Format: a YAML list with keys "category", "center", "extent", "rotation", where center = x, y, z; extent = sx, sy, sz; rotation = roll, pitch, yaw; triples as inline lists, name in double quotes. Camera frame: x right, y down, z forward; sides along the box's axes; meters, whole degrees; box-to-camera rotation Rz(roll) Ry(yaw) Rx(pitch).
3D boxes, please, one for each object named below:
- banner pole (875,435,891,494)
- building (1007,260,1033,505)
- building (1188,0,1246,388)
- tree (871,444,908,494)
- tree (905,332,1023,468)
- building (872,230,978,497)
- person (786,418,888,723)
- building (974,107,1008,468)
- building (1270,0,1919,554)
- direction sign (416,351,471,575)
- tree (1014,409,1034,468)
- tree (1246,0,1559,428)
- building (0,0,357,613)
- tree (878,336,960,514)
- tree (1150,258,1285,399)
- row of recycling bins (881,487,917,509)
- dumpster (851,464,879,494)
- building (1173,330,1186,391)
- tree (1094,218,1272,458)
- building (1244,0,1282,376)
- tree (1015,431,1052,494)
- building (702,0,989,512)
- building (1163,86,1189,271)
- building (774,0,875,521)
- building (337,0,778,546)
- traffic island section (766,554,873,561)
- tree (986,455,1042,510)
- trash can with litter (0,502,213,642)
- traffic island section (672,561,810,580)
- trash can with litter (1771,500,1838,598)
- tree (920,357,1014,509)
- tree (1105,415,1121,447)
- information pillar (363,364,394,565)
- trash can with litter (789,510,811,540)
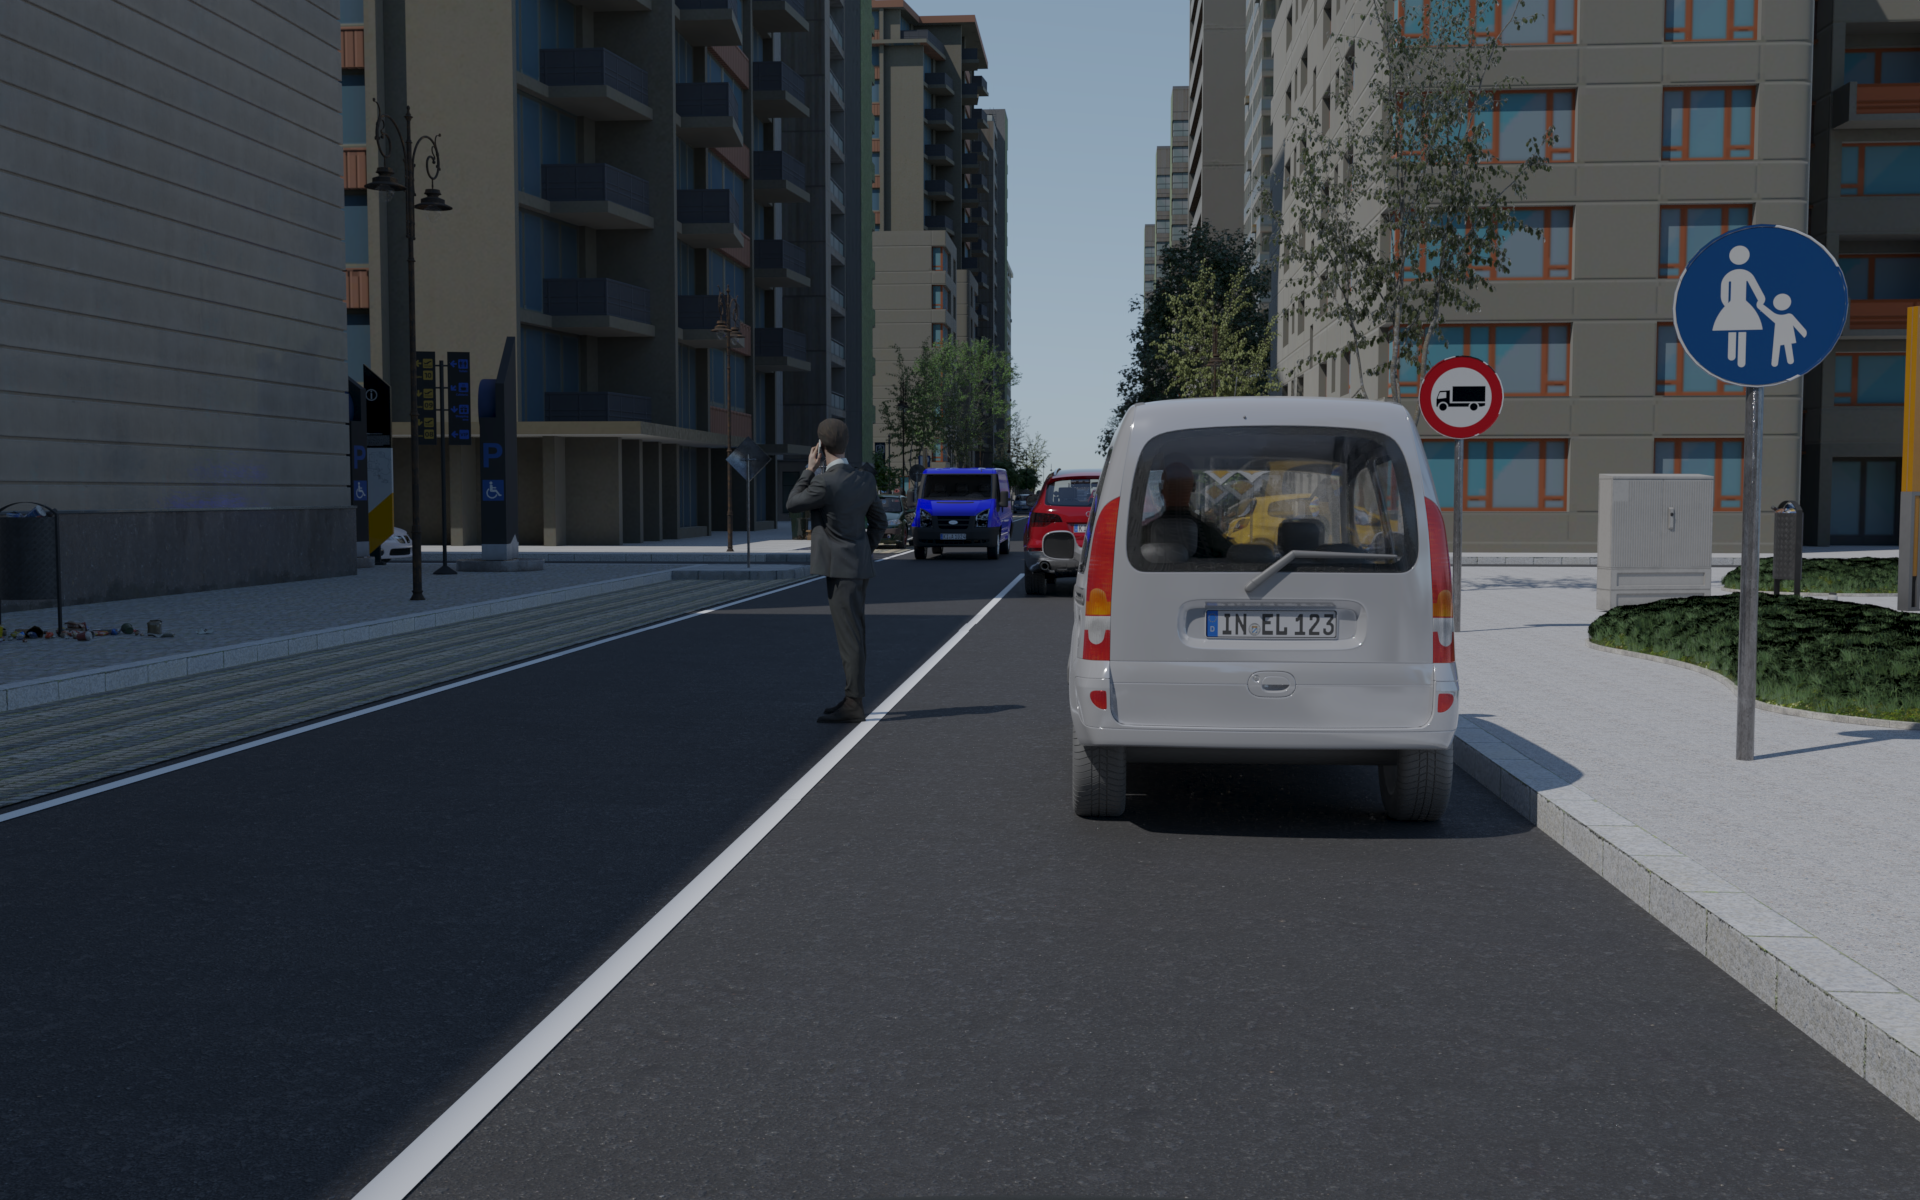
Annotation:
- category: "banner pole"
  center: [-3.219, -5.095, 73.325]
  extent: [0.863, 3.779, 0.401]
  rotation: [0, 4, 5]
- category: "building"
  center: [-4.915, -34.825, 261.272]
  extent: [32.217, 40.220, 23.993]
  rotation: [0, 4, 5]
- category: "building"
  center: [28.169, -30.889, 128.743]
  extent: [21.300, 48.544, 21.600]
  rotation: [0, 4, 5]
- category: "tree"
  center: [-3.072, -4.373, 66.096]
  extent: [1.663, 3.219, 1.824]
  rotation: [0, 3, 0]
- category: "tree"
  center: [0.088, -11.286, 110.287]
  extent: [9.928, 11.665, 9.643]
  rotation: [0, 3, 0]
- category: "building"
  center: [-13.509, -17.386, 129.294]
  extent: [27.650, 21.520, 28.899]
  rotation: [0, 4, 5]
- category: "person"
  center: [-0.784, -0.187, 10.922]
  extent: [0.474, 1.900, 0.648]
  rotation: [2, 4, 24]
- category: "building"
  center: [-2.459, -30.313, 179.212]
  extent: [14.154, 41.232, 14.086]
  rotation: [0, 4, 5]
- category: "building"
  center: [24.839, -12.532, 49.946]
  extent: [28.899, 21.520, 27.650]
  rotation: [0, 4, 5]
- category: "direction sign"
  center: [-8.236, -2.177, 27.597]
  extent: [0.876, 3.537, 0.379]
  rotation: [-1, 4, -11]
- category: "tree"
  center: [4.472, -12.276, 151.067]
  extent: [4.360, 8.622, 3.978]
  rotation: [0, 3, 0]
- category: "tree"
  center: [5.737, -4.404, 22.370]
  extent: [4.360, 8.622, 3.978]
  rotation: [0, 3, 0]
- category: "building"
  center: [-22.107, -13.748, 22.043]
  extent: [25.104, 27.353, 12.463]
  rotation: [0, 4, 5]
- category: "tree"
  center: [-2.092, -8.009, 81.306]
  extent: [4.737, 8.622, 4.395]
  rotation: [0, 3, 0]
- category: "tree"
  center: [8.132, -6.410, 55.164]
  extent: [4.737, 8.622, 4.395]
  rotation: [0, 3, 0]
- category: "row of recycling bins"
  center: [-4.210, -6.120, 107.167]
  extent: [3.534, 1.692, 1.069]
  rotation: [1, 4, 15]
- category: "dumpster"
  center: [-3.524, -3.313, 56.655]
  extent: [1.502, 2.255, 1.985]
  rotation: [0, 4, 5]
- category: "building"
  center: [32.702, -18.973, 155.255]
  extent: [27.650, 21.520, 28.899]
  rotation: [0, 4, 5]
- category: "tree"
  center: [10.393, -9.484, 72.077]
  extent: [9.611, 12.733, 9.660]
  rotation: [0, 3, 0]
- category: "building"
  center: [28.460, -24.643, 94.787]
  extent: [32.217, 40.220, 23.993]
  rotation: [0, 4, 5]
- category: "tree"
  center: [8.492, -15.367, 201.615]
  extent: [4.737, 8.622, 4.395]
  rotation: [0, 3, 0]
- category: "building"
  center: [-8.921, -30.789, 158.030]
  extent: [22.147, 44.769, 28.867]
  rotation: [0, 4, 5]
- category: "building"
  center: [28.330, -30.150, 176.548]
  extent: [14.154, 41.232, 14.086]
  rotation: [0, 4, 5]
- category: "building"
  center: [-12.046, -24.537, 84.769]
  extent: [14.154, 41.232, 14.086]
  rotation: [0, 4, 5]
- category: "building"
  center: [-17.015, -24.492, 55.072]
  extent: [22.147, 44.769, 28.867]
  rotation: [0, 4, 5]
- category: "traffic island section"
  center: [-3.029, -0.968, 38.108]
  extent: [2.009, 0.180, 2.903]
  rotation: [0, 4, 5]
- category: "tree"
  center: [3.542, -9.585, 140.429]
  extent: [4.285, 4.588, 4.351]
  rotation: [0, 3, 0]
- category: "trash can with litter"
  center: [-7.914, -0.268, 15.437]
  extent: [2.233, 1.210, 1.678]
  rotation: [-1, 4, -12]
- category: "traffic island section"
  center: [-3.700, -0.481, 30.151]
  extent: [2.009, 0.180, 2.903]
  rotation: [0, 4, 5]
- category: "trash can with litter"
  center: [9.263, -0.518, 19.522]
  extent: [1.678, 1.210, 2.233]
  rotation: [0, 4, 2]
- category: "tree"
  center: [-0.155, -8.737, 93.209]
  extent: [4.360, 8.622, 3.978]
  rotation: [0, 3, 0]
- category: "tree"
  center: [20.058, -16.507, 195.640]
  extent: [9.928, 11.665, 9.643]
  rotation: [0, 3, 0]
- category: "information pillar"
  center: [-10.481, -2.437, 31.199]
  extent: [0.504, 3.616, 0.183]
  rotation: [0, 4, -3]
- category: "trash can with litter"
  center: [-4.244, -2.254, 48.236]
  extent: [1.055, 1.170, 0.624]
  rotation: [2, 4, 34]
